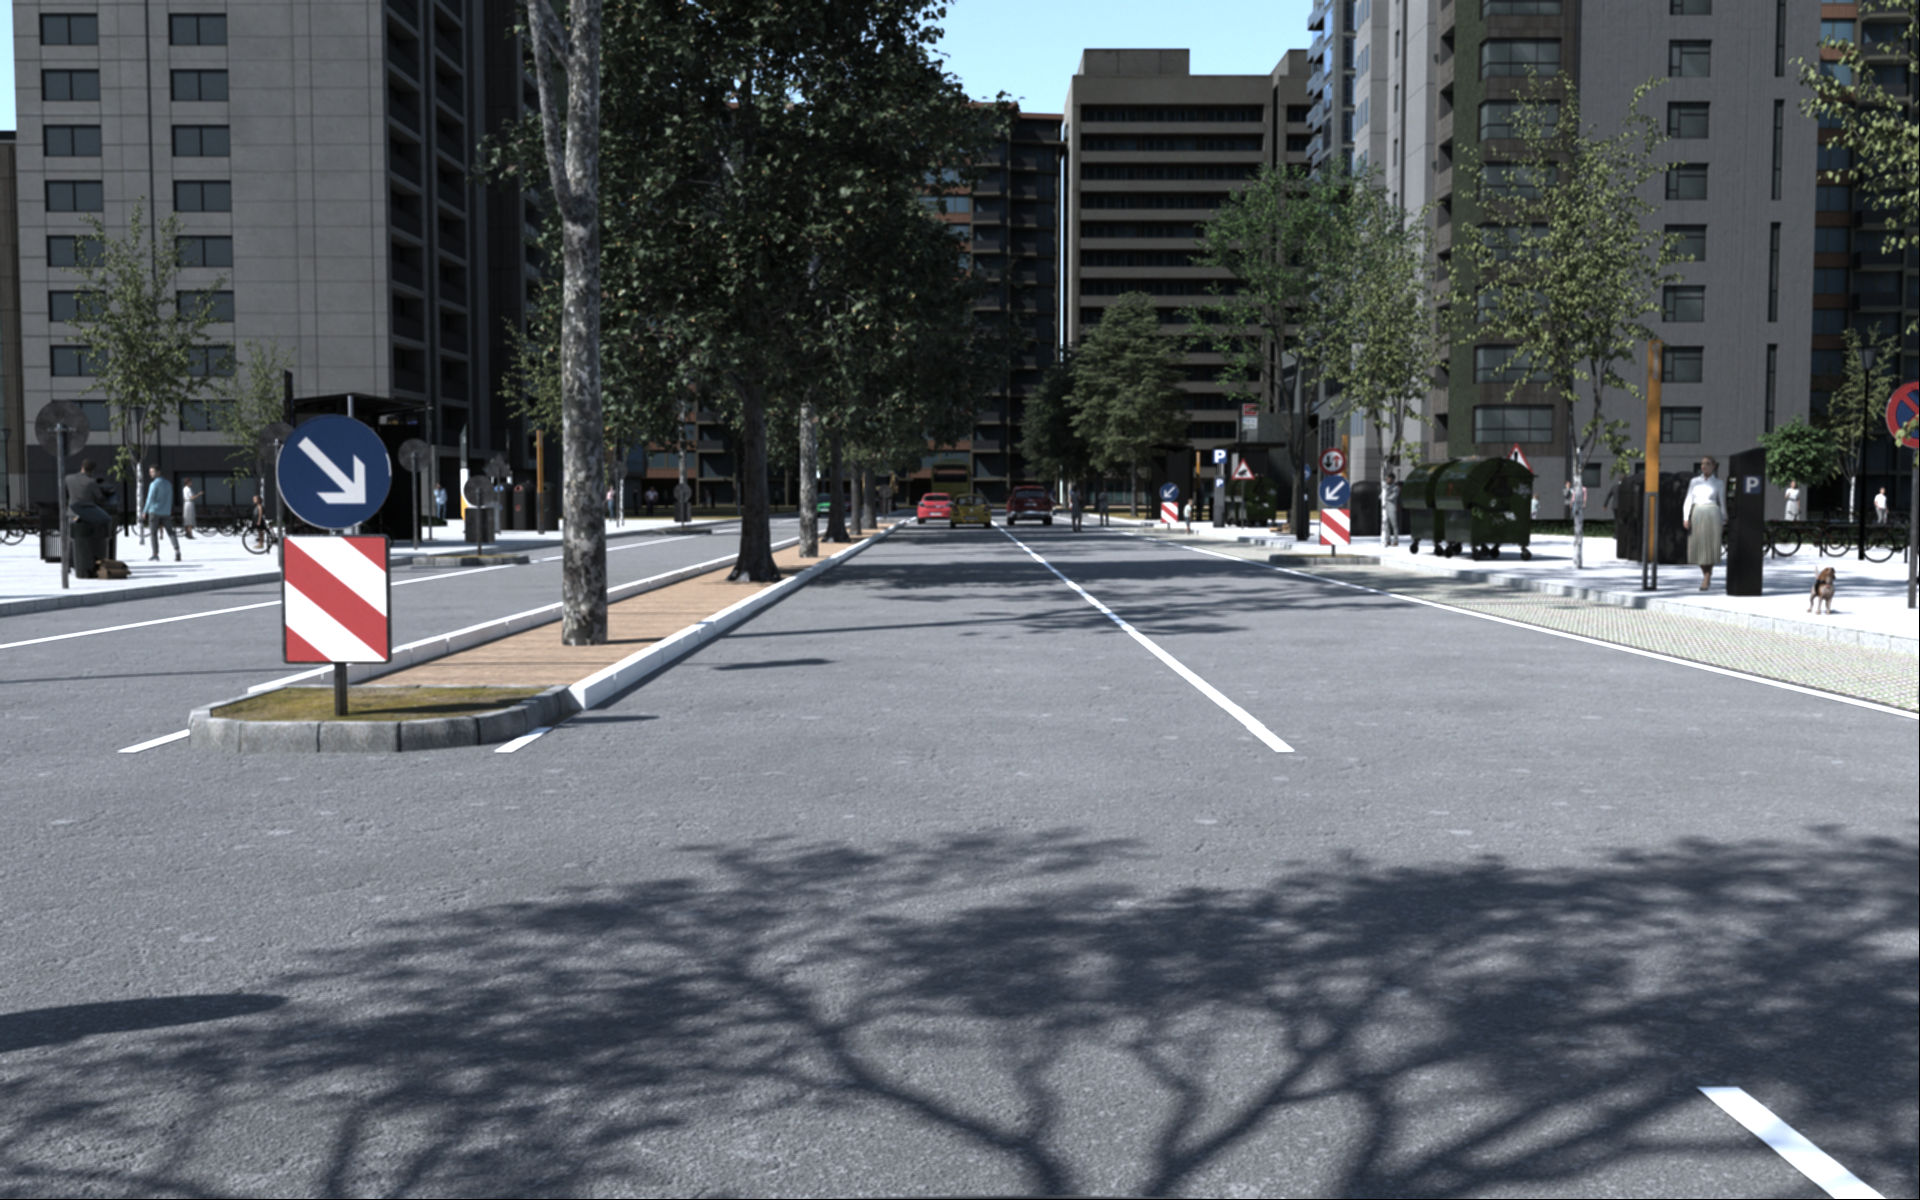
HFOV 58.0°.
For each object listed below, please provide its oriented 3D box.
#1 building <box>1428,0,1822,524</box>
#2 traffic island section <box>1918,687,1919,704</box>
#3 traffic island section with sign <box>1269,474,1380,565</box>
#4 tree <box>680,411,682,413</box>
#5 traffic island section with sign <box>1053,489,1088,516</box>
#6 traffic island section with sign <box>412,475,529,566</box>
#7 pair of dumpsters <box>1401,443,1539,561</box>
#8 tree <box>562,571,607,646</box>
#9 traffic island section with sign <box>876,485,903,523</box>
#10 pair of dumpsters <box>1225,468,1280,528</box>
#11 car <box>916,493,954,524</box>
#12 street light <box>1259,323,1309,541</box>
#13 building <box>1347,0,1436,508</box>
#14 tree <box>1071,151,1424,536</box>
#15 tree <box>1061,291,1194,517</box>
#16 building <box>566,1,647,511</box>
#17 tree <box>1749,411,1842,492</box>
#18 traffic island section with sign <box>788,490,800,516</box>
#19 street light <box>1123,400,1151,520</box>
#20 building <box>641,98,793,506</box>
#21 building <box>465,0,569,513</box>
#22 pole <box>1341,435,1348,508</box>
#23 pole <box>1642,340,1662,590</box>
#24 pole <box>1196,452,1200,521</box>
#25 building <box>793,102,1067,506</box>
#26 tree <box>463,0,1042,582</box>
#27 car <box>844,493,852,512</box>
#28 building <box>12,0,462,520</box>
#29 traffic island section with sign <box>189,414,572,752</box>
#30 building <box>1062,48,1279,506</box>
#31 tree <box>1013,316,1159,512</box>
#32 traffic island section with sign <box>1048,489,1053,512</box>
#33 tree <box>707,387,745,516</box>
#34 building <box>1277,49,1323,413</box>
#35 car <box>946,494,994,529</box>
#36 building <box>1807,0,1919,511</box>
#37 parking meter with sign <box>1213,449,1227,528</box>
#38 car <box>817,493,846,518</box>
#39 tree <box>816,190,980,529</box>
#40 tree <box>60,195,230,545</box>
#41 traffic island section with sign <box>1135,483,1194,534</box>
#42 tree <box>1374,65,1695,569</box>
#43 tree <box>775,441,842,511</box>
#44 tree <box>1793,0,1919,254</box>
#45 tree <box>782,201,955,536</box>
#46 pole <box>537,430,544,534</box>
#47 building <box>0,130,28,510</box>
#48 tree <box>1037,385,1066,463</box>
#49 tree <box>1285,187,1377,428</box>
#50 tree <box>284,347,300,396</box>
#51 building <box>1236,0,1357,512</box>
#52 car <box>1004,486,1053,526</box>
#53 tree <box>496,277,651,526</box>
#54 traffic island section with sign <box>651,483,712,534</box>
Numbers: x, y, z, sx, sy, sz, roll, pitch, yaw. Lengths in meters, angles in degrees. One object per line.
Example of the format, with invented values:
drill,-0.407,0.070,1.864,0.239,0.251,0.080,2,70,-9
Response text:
building,28.808,-18.785,78.838,14.160,30.474,14.107,0,3,0
traffic island section,7.510,0.696,10.907,2.009,0.180,2.903,0,3,0
traffic island section with sign,7.454,-1.658,35.730,1.989,1.847,2.006,0,3,0
tree,-13.527,-7.305,69.795,4.737,8.622,4.395,0,3,0
traffic island section with sign,7.295,-6.363,112.661,1.989,1.847,2.006,0,3,0
traffic island section with sign,-9.956,-1.645,35.523,1.989,1.847,2.006,0,3,0
pair of dumpsters,10.273,-1.991,35.042,1.574,2.255,4.437,0,4,0
tree,-4.776,-9.684,16.682,12.611,20.169,13.585,0,3,0
traffic island section with sign,-3.742,-4.743,85.682,2.006,1.907,1.989,0,3,0
pair of dumpsters,11.376,-3.979,67.547,1.574,2.255,4.437,0,3,0
car,-1.072,-4.540,83.276,2.155,1.783,4.494,0,4,2
street light,8.828,-4.568,47.234,1.470,5.913,1.316,0,3,0
building,34.043,-34.198,101.129,21.231,58.520,28.212,0,3,0
tree,10.469,-7.824,53.680,9.928,11.665,9.643,0,3,0
tree,9.429,-10.966,97.419,7.486,12.596,7.792,0,3,0
building,-33.864,-29.963,140.002,14.200,45.320,14.600,0,3,0
tree,33.295,-5.225,69.139,4.285,4.588,4.351,0,3,0
traffic island section with sign,-10.124,-6.361,112.633,1.989,1.847,2.006,0,3,0
street light,8.760,-6.918,85.656,1.470,5.913,1.316,0,3,0
building,-32.346,-32.972,193.710,28.867,44.769,22.147,0,3,0
building,-34.032,-26.301,113.621,14.154,41.232,14.086,0,3,0
pole,13.273,-4.035,59.820,0.158,3.312,0.155,0,3,0
pole,9.203,-1.785,23.030,0.158,3.312,0.155,0,3,0
pole,11.508,-5.494,83.676,0.158,3.312,0.155,0,3,0
building,-3.023,-32.969,193.662,28.867,44.769,22.147,0,3,0
tree,-3.373,-6.658,28.323,9.611,12.733,9.660,0,3,0
car,-7.920,-6.792,120.088,2.155,1.783,4.494,0,4,-1
building,-36.472,-40.155,94.784,20.563,71.187,20.611,0,3,0
traffic island section with sign,-3.572,-0.147,10.544,2.006,1.907,1.989,0,3,0
building,22.213,-34.804,192.741,21.600,48.544,21.300,0,3,0
tree,10.134,-13.394,125.646,9.857,13.997,8.962,0,3,0
traffic island section with sign,7.251,-8.012,139.616,1.989,1.847,2.006,0,3,0
tree,-12.991,-9.356,103.327,4.360,8.622,3.978,0,3,0
building,43.812,-34.815,192.933,21.600,48.544,21.300,0,3,0
car,0.426,-3.834,72.912,2.015,1.641,3.980,0,4,-1
building,63.056,-29.494,136.858,28.867,44.769,22.147,0,3,0
parking meter with sign,9.976,-4.306,66.665,0.543,3.016,1.738,1,4,10
car,-7.911,-5.840,104.272,1.959,1.807,4.718,0,4,1
tree,-3.691,-9.823,69.726,9.857,13.997,8.962,0,3,0
tree,-20.585,-5.708,43.689,4.737,8.622,4.395,0,3,0
traffic island section with sign,7.400,-3.320,62.910,1.989,1.847,2.006,0,3,0
tree,10.405,-4.829,29.322,4.737,8.622,4.395,0,3,0
tree,-13.528,-13.286,151.644,8.767,10.594,7.601,1,4,16
tree,10.449,-4.031,16.276,4.737,8.622,4.395,0,3,0
tree,-3.701,-8.510,59.725,7.486,12.596,7.792,0,3,0
pole,-13.344,-3.747,55.101,0.158,3.312,0.155,0,3,0
building,-69.924,-22.567,140.669,14.107,30.474,14.160,0,3,0
tree,10.036,-13.468,145.950,9.928,11.665,9.643,0,3,0
tree,10.033,-5.551,41.122,4.737,8.622,4.395,0,3,0
tree,-32.066,-7.873,79.089,4.737,8.622,4.395,0,3,0
building,34.818,-50.008,130.309,22.319,86.520,31.000,0,3,0
car,3.201,-4.381,80.305,2.281,1.827,5.304,0,4,1
tree,-13.111,-6.586,58.037,4.737,8.622,4.395,0,3,0
traffic island section with sign,-10.015,-3.294,62.479,1.989,1.847,2.006,0,3,0
